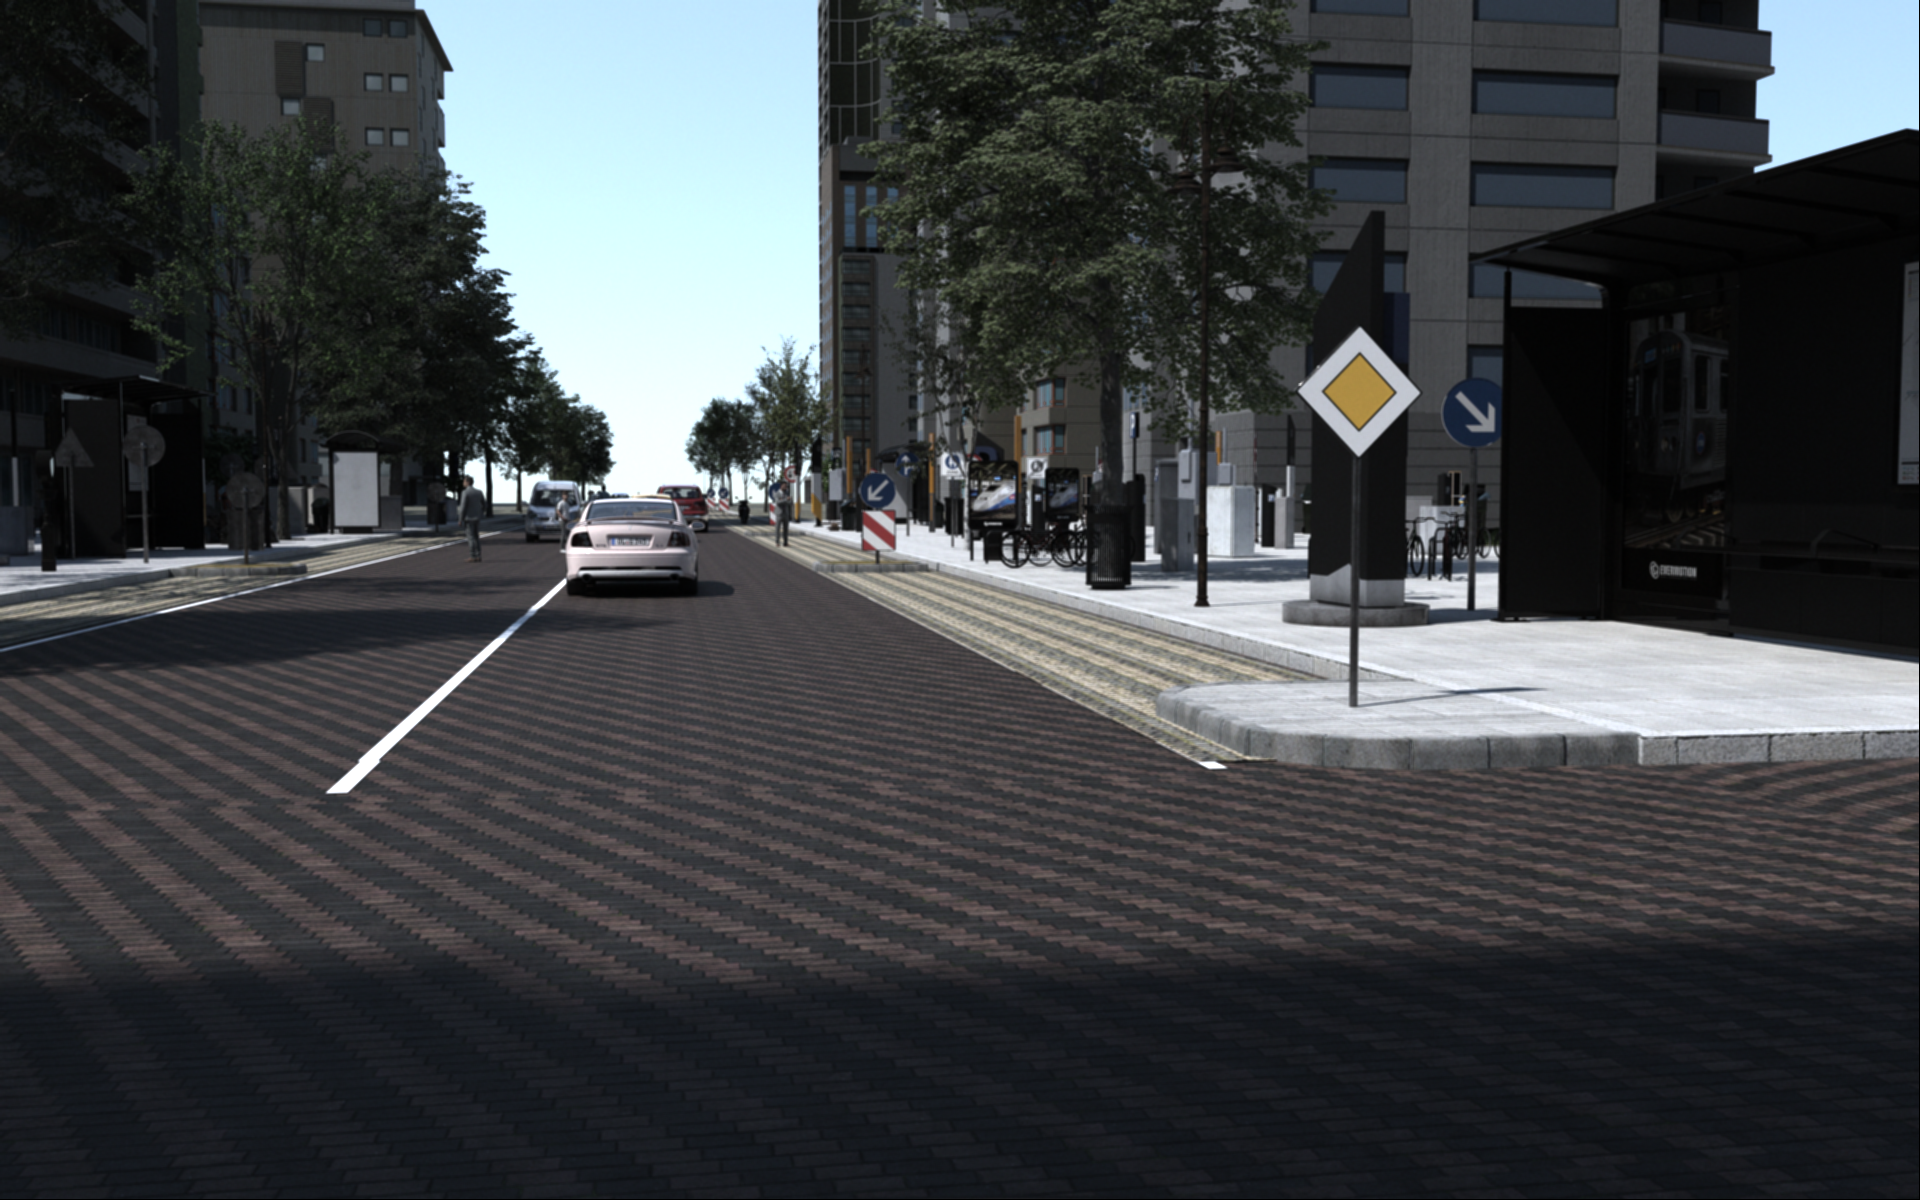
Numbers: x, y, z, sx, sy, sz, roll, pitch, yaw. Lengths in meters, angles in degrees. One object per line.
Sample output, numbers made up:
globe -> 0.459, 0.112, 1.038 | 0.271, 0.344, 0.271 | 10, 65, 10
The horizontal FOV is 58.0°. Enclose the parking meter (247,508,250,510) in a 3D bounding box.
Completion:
parking meter -> -27.885, -3.618, 67.567 | 0.372, 1.533, 0.369 | 0, 3, 0

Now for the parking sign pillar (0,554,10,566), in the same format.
parking sign pillar -> -17.835, -2.595, 30.901 | 1.447, 3.967, 1.447 | 0, 4, 0

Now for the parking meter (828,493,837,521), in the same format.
parking meter -> -6.175, -4.777, 83.814 | 0.399, 1.863, 0.255 | 2, 4, 33

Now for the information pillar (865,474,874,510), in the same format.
information pillar -> -3.276, -3.521, 62.063 | 0.304, 2.012, 0.304 | -1, 4, -20

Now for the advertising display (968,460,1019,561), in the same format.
advertising display -> 0.642, -1.716, 33.277 | 0.974, 1.923, 0.123 | 1, 4, 16

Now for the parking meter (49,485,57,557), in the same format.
parking meter -> -18.420, -1.820, 35.471 | 0.399, 1.863, 0.255 | 1, 4, 20

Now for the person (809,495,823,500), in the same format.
person -> -13.786, -9.590, 165.302 | 1.348, 1.823, 0.705 | 0, 4, 6

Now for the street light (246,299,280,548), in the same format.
street light -> -16.536, -4.186, 41.221 | 0.468, 5.910, 1.993 | -1, 4, -10

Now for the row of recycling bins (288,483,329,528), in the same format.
row of recycling bins -> -24.890, -3.585, 65.730 | 1.069, 1.692, 3.534 | -3, 5, -42

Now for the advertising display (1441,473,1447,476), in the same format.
advertising display -> 14.968, -2.961, 53.632 | 0.123, 1.923, 0.974 | 1, 4, 12

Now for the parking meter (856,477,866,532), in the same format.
parking meter -> -3.327, -3.234, 58.590 | 0.399, 1.863, 0.255 | 0, 4, 0

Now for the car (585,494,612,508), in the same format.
car -> -21.909, -5.829, 105.522 | 2.015, 1.641, 3.980 | -1, 4, -8

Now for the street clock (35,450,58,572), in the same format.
street clock -> -15.130, -1.476, 28.705 | 0.358, 2.002, 0.471 | -1, 4, -17

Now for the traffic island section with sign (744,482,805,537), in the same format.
traffic island section with sign -> -6.358, -3.084, 59.057 | 1.989, 1.847, 2.006 | -1, 4, -10

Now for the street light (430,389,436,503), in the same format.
street light -> -22.216, -6.139, 73.166 | 0.468, 5.910, 1.993 | -1, 4, -10

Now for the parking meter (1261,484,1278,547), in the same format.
parking meter -> 7.479, -2.046, 41.863 | 0.372, 1.533, 0.369 | 0, 3, 0

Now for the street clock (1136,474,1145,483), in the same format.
street clock -> 6.361, -3.482, 61.500 | 0.358, 2.002, 0.471 | -1, 4, -22

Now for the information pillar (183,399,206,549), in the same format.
information pillar -> -17.936, -3.009, 40.556 | 0.504, 3.616, 0.183 | 1, 4, 11

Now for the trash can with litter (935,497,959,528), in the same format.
trash can with litter -> -0.612, -3.278, 64.986 | 1.055, 1.170, 0.624 | 0, 4, 2

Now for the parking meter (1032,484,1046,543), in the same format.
parking meter -> 2.061, -2.252, 45.224 | 0.372, 1.533, 0.369 | 0, 3, 0

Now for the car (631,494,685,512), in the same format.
car -> -9.288, -2.564, 52.147 | 2.015, 1.641, 3.980 | -1, 4, -11

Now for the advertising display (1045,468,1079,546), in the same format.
advertising display -> 2.506, -2.281, 42.515 | 0.974, 1.923, 0.123 | -2, 4, -34

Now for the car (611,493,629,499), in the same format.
car -> -25.877, -7.475, 131.802 | 1.945, 1.707, 3.694 | 0, 4, -8

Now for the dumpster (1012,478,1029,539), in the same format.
dumpster -> 1.248, -2.729, 50.370 | 1.264, 1.857, 1.865 | -1, 4, -10

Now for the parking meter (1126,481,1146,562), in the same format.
parking meter -> 3.318, -1.487, 32.716 | 0.372, 1.533, 0.369 | 0, 3, 0

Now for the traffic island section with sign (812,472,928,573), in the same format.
traffic island section with sign -> -1.727, -1.446, 32.278 | 1.989, 1.847, 2.006 | -1, 4, -10

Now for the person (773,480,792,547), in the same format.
person -> -4.753, -2.326, 46.709 | 0.466, 1.800, 0.511 | 3, 5, 44

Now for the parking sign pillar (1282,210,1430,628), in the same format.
parking sign pillar -> 3.959, -1.759, 17.227 | 1.447, 3.967, 1.447 | -1, 4, -13

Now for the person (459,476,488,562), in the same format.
person -> -10.298, -1.711, 36.569 | 0.391, 1.810, 0.635 | 2, 4, 24

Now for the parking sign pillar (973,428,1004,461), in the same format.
parking sign pillar -> 1.111, -5.011, 70.398 | 1.447, 3.967, 1.447 | 1, 4, 21

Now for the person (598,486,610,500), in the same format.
person -> -16.327, -4.344, 79.538 | 0.620, 1.820, 0.660 | 3, 5, 39

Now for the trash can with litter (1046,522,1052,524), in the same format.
trash can with litter -> 3.868, -3.798, 73.487 | 0.624, 1.170, 1.055 | -1, 4, -14

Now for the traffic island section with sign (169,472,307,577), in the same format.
traffic island section with sign -> -12.748, -1.353, 30.756 | 1.989, 1.847, 2.006 | -1, 4, -10

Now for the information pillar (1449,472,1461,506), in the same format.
information pillar -> 16.184, -3.192, 56.685 | 0.304, 2.012, 0.304 | -1, 4, -11

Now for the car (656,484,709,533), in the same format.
car -> -10.693, -3.495, 65.817 | 2.281, 1.827, 5.304 | -1, 4, -12

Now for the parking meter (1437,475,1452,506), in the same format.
parking meter -> 14.579, -2.839, 52.134 | 0.399, 1.863, 0.255 | -3, 5, -39

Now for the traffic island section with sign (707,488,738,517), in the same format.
traffic island section with sign -> -14.960, -6.119, 108.673 | 1.989, 1.847, 2.006 | -1, 4, -10

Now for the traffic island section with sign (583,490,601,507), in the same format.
traffic island section with sign -> -40.071, -10.998, 188.445 | 1.989, 1.847, 2.006 | -1, 4, -10

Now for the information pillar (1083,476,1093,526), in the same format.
information pillar -> 5.080, -3.941, 68.924 | 0.304, 2.012, 0.304 | -1, 4, -20

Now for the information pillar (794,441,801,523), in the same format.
information pillar -> -7.144, -5.193, 76.254 | 0.183, 3.616, 0.504 | 1, 4, 13

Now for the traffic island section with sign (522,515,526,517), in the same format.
traffic island section with sign -> -25.926, -6.007, 106.840 | 1.989, 1.847, 2.006 | -1, 4, -10

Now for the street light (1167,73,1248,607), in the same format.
street light -> 2.766, -2.864, 19.610 | 0.468, 5.910, 1.993 | -1, 4, -10

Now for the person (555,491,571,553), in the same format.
person -> -9.597, -1.899, 42.147 | 0.523, 1.515, 0.503 | -1, 4, -13

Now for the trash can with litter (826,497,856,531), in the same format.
trash can with litter -> -4.090, -2.998, 60.397 | 1.055, 1.170, 0.624 | -2, 4, -23

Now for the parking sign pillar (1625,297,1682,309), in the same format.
parking sign pillar -> 7.782, -1.909, 19.681 | 1.447, 3.967, 1.447 | -1, 4, -17

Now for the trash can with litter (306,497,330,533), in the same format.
trash can with litter -> -21.082, -2.788, 56.973 | 0.624, 1.170, 1.055 | 0, 4, 4

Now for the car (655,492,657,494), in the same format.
car -> -34.832, -11.560, 198.601 | 1.945, 1.707, 3.694 | -1, 4, -12

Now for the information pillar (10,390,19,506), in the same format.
information pillar -> -21.463, -2.936, 39.352 | 0.183, 3.616, 0.504 | -2, 4, -26

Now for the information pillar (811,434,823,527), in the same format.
information pillar -> -5.611, -4.681, 67.892 | 0.183, 3.616, 0.504 | 3, 5, 40

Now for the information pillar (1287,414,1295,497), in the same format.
information pillar -> 9.709, -3.639, 50.852 | 0.183, 3.616, 0.504 | 2, 4, 30

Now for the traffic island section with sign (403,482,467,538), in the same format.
traffic island section with sign -> -17.402, -2.998, 57.642 | 1.989, 1.847, 2.006 | -1, 4, -10

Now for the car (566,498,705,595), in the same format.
car -> -4.877, -0.833, 25.987 | 2.083, 1.381, 4.827 | -1, 4, -9

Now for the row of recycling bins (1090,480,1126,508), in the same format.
row of recycling bins -> 4.343, -2.636, 50.218 | 1.069, 1.692, 3.534 | 1, 4, 9
